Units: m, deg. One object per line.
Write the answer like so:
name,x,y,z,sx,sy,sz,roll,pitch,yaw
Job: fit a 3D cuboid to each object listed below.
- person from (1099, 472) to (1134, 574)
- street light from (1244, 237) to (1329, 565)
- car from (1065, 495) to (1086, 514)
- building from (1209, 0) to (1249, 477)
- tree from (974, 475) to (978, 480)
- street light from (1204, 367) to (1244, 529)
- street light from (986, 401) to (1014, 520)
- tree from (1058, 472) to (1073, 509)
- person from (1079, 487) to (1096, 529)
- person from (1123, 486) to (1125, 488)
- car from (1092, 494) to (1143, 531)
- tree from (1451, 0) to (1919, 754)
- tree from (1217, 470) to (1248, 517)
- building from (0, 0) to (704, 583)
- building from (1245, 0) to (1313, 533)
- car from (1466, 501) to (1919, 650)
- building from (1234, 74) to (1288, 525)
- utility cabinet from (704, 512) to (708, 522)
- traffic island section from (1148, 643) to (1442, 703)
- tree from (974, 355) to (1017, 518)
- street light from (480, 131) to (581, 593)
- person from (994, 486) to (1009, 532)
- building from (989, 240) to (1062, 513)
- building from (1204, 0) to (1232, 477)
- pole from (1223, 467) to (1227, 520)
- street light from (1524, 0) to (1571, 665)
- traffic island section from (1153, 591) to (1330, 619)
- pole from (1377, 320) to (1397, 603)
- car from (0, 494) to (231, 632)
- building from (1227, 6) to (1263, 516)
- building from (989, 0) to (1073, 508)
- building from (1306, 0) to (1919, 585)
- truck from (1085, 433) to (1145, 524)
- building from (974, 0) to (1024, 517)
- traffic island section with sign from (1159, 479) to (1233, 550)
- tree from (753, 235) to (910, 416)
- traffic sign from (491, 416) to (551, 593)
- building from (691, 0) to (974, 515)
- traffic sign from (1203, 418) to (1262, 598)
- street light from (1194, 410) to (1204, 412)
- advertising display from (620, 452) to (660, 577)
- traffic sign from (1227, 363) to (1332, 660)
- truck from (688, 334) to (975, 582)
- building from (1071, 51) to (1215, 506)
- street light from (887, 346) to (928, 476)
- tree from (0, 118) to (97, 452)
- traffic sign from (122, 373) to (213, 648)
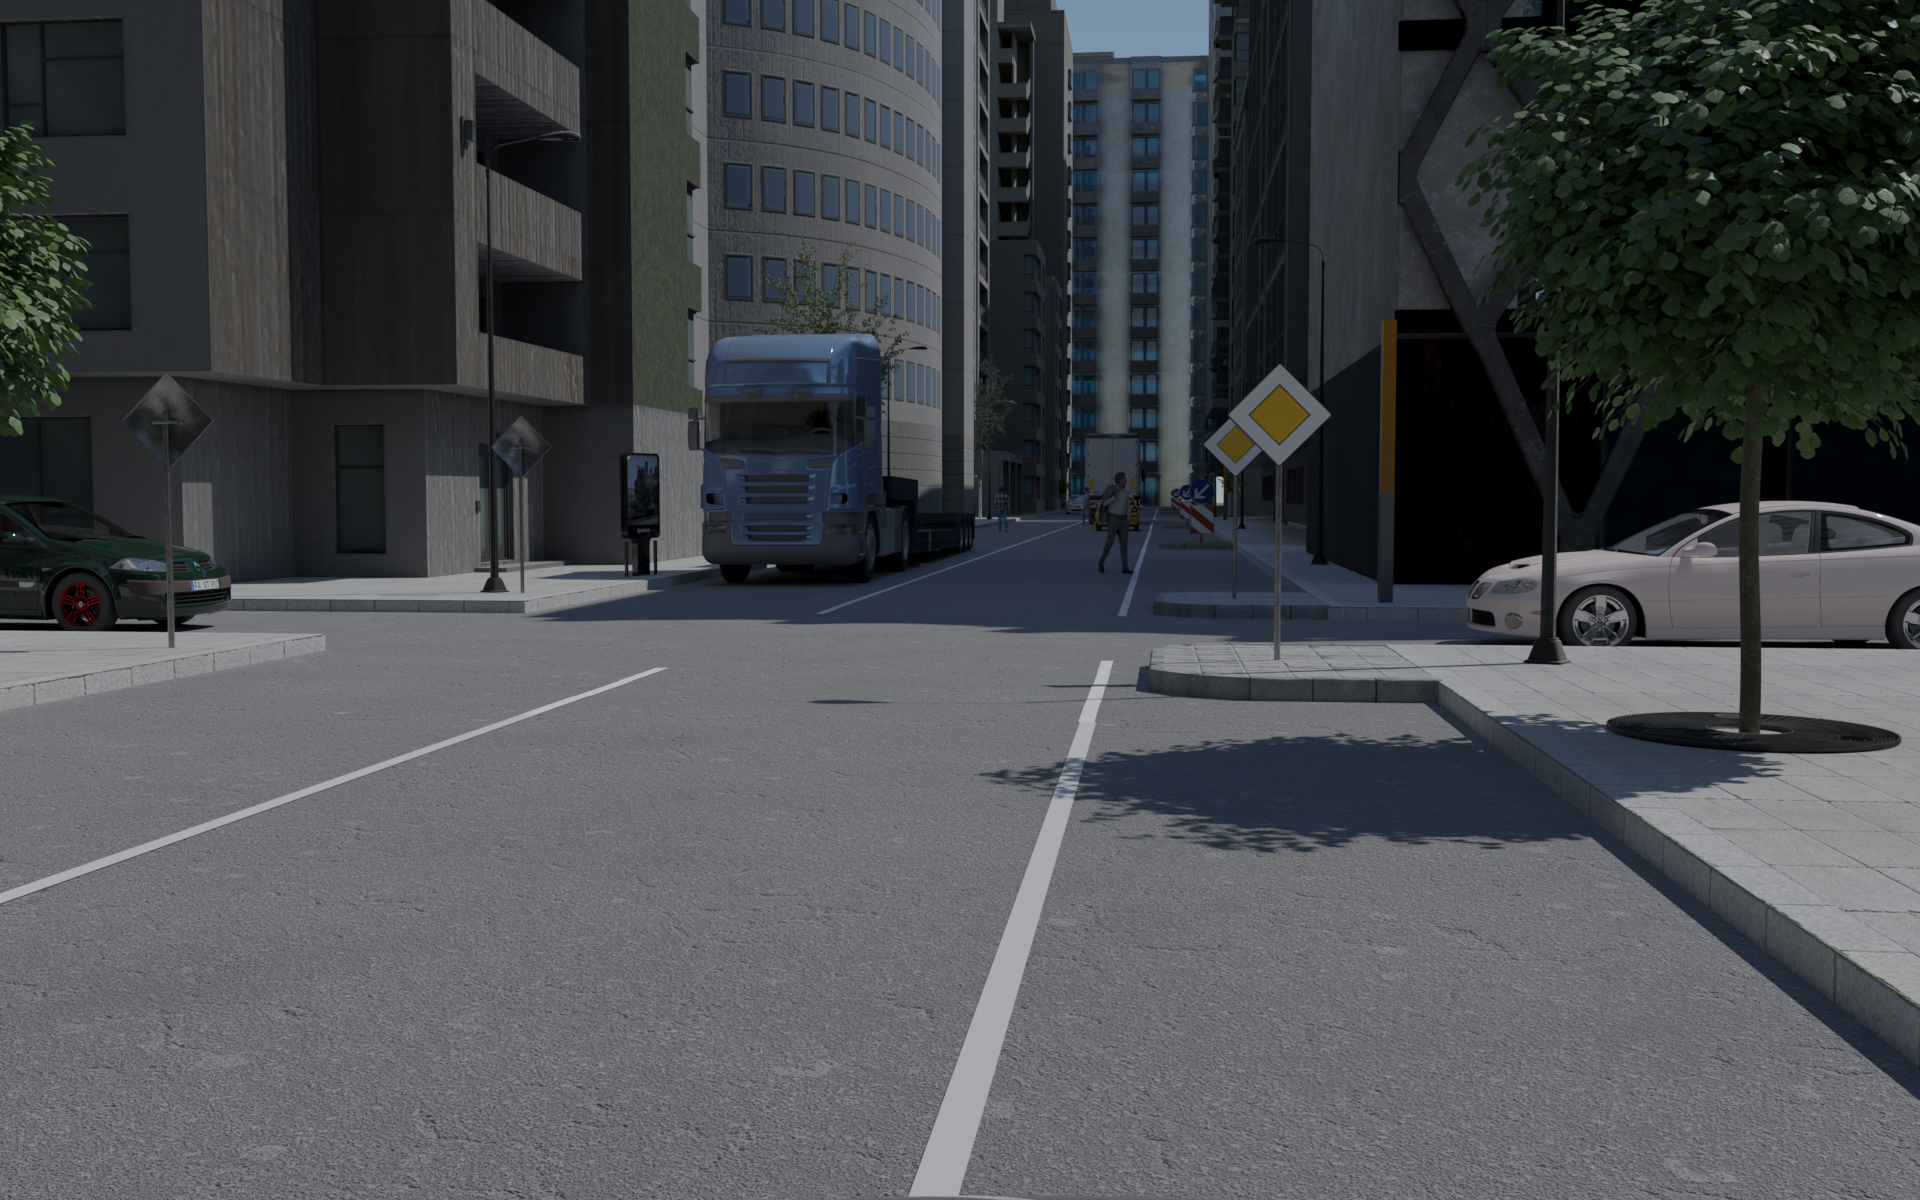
person,2.798,-1.388,31.294,0.679,1.850,0.850,-3,4,-36
street light,6.000,-3.600,31.397,1.470,5.913,1.316,0,4,7
car,8.486,-6.779,123.198,2.083,1.381,4.827,0,4,5
building,29.699,-28.867,126.605,22.147,44.769,28.867,0,4,7
tree,-0.138,-5.480,84.191,1.663,3.219,1.824,0,3,0
street light,9.823,-5.566,63.543,1.470,5.913,1.316,0,4,7
street light,2.013,-6.992,86.853,1.470,5.913,1.316,0,4,7
tree,8.751,-9.479,149.587,1.663,3.219,1.824,0,3,0
person,5.291,-3.832,71.909,0.760,1.731,0.466,-2,4,-32
person,6.802,-3.961,73.279,0.660,1.820,0.620,1,4,19
car,6.211,-3.547,68.225,2.015,1.641,3.980,0,4,5
tree,4.300,-1.556,9.155,4.285,4.588,4.351,0,3,0
tree,15.458,-6.345,98.347,1.663,3.219,1.824,0,3,0
building,-13.091,-15.744,29.114,14.160,30.474,14.107,0,4,7
building,16.264,-15.815,52.090,14.314,27.812,24.014,0,4,7
car,7.179,-0.223,16.009,4.827,1.381,2.083,0,4,5
building,20.216,-15.898,79.005,14.314,24.678,30.058,0,4,7
utility cabinet,-6.858,-2.124,43.407,0.318,1.500,1.173,3,4,39
traffic island section,2.473,0.543,13.407,2.009,0.180,2.903,0,4,7
tree,0.837,-8.620,91.292,4.360,8.622,3.978,0,3,0
street light,-5.543,-3.049,22.386,1.470,5.913,1.316,0,4,7
person,1.574,-3.416,65.185,0.563,1.720,0.643,0,4,-2
building,-6.828,-17.659,133.769,27.650,21.520,28.899,0,4,7
building,35.945,-34.599,154.929,28.713,52.752,27.495,0,4,7
pole,13.066,-5.592,85.271,0.158,3.312,0.155,0,3,0
street light,3.929,-2.478,13.059,1.470,5.913,1.316,0,4,7
traffic island section,3.400,0.058,21.339,2.009,0.180,2.903,0,4,7
pole,5.031,-1.625,20.405,0.158,3.312,0.155,0,3,0
car,-9.983,-0.530,18.452,4.222,1.686,2.009,0,4,8
building,23.529,-20.445,105.984,14.160,30.474,14.107,0,4,7
building,-0.486,-33.009,163.398,21.600,48.544,21.300,0,4,7
building,14.916,-9.827,28.118,16.811,18.784,16.820,0,4,7
truck,7.662,-5.909,85.523,2.839,4.237,11.283,0,4,7
building,-6.579,-40.905,107.054,20.563,71.187,20.611,0,4,7
traffic island section with sign,6.265,-2.272,45.779,1.989,1.847,2.006,0,4,7
tree,-3.768,-6.105,50.175,4.737,8.622,4.395,0,3,0
traffic sign,-5.655,-1.143,22.336,0.795,2.450,0.064,0,4,7
building,-11.393,-32.196,68.398,21.231,58.520,28.212,0,4,7
traffic sign,3.375,-1.078,21.264,0.795,2.450,0.064,0,4,7
street light,13.591,-7.532,95.695,1.470,5.913,1.316,0,4,7
advertising display,-5.010,-1.342,27.159,0.123,1.923,0.974,1,4,21
traffic sign,2.448,-0.593,13.333,0.795,2.450,0.064,0,4,7
truck,-1.854,-2.769,35.039,2.967,4.110,18.799,0,4,6
building,13.891,-34.930,190.710,30.456,49.044,23.786,0,4,7
street light,-1.715,-5.015,54.531,1.470,5.913,1.316,0,4,7
tree,-7.693,-1.734,12.064,4.285,4.588,4.351,0,3,0
traffic sign,-6.582,-0.658,14.405,0.795,2.450,0.064,0,4,7
